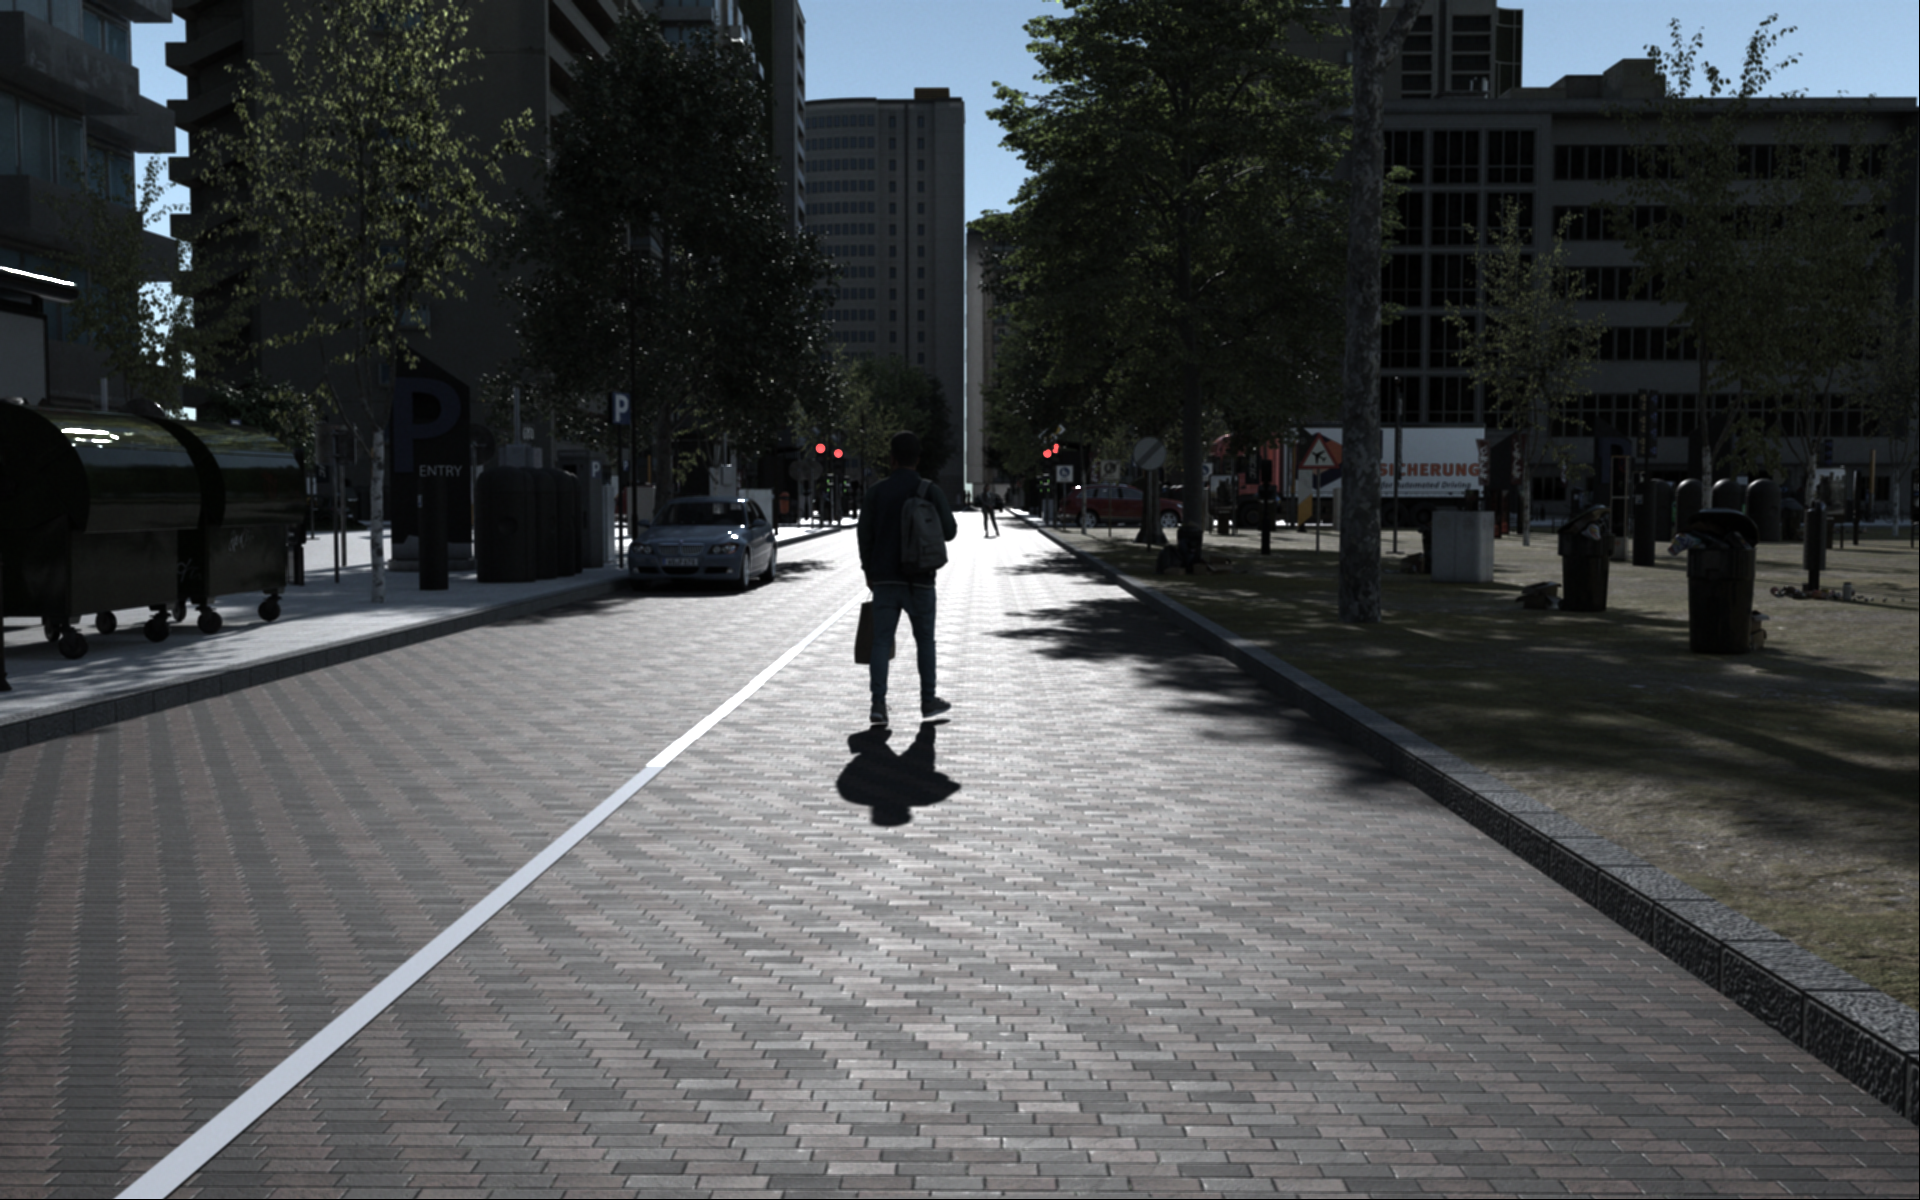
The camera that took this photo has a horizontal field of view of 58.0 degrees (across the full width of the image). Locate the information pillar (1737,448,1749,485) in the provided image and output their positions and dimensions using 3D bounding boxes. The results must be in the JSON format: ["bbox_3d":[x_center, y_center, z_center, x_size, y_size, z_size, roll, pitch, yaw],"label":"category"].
[{"bbox_3d":[36.913,-5.526,81.703,0.504,3.616,0.183,3,4,37],"label":"information pillar"}]

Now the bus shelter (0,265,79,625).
[{"bbox_3d":[-9.782,-2.141,12.644,2.179,5.291,8.768,0,4,1],"label":"bus shelter"}]

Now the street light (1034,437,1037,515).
[{"bbox_3d":[4.552,-8.080,104.901,0.468,5.910,1.993,0,4,1],"label":"street light"}]

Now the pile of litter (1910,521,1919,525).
[{"bbox_3d":[40.221,-3.566,72.262,1.719,0.858,1.176,-2,4,-29],"label":"pile of litter"}]

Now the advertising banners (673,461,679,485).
[{"bbox_3d":[-14.314,-5.883,92.368,2.074,3.025,0.090,1,4,14],"label":"advertising banners"}]

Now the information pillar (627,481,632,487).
[{"bbox_3d":[-18.340,-5.612,96.253,0.304,2.012,0.304,2,4,25],"label":"information pillar"}]

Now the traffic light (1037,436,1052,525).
[{"bbox_3d":[3.643,-5.125,72.719,0.839,4.253,0.868,0,4,1],"label":"traffic light"}]

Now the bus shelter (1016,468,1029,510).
[{"bbox_3d":[5.485,-8.770,137.315,2.014,3.302,5.546,0,4,1],"label":"bus shelter"}]

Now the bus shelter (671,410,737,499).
[{"bbox_3d":[-9.343,-5.110,61.180,2.179,5.291,8.768,0,4,1],"label":"bus shelter"}]

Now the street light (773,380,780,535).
[{"bbox_3d":[-5.715,-4.950,53.722,0.468,5.910,1.993,0,4,1],"label":"street light"}]

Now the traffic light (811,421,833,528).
[{"bbox_3d":[-5.172,-4.643,64.831,0.839,4.253,0.868,0,4,1],"label":"traffic light"}]

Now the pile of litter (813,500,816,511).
[{"bbox_3d":[-11.053,-7.131,130.551,1.719,0.858,1.176,3,4,39],"label":"pile of litter"}]

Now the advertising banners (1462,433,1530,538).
[{"bbox_3d":[15.591,-3.326,50.574,0.090,3.025,2.074,-3,5,-41],"label":"advertising banners"}]

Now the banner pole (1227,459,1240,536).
[{"bbox_3d":[8.286,-3.826,52.576,0.401,3.779,0.863,1,4,17],"label":"banner pole"}]

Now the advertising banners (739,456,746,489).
[{"bbox_3d":[-7.477,-4.005,61.672,0.090,3.025,2.074,-1,4,-21],"label":"advertising banners"}]

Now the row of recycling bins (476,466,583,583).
[{"bbox_3d":[-6.550,-1.196,26.665,1.069,1.692,3.534,0,4,2],"label":"row of recycling bins"}]

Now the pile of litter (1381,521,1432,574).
[{"bbox_3d":[7.675,-0.868,28.158,1.719,0.858,1.176,2,4,28],"label":"pile of litter"}]

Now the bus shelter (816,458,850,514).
[{"bbox_3d":[-8.357,-7.539,114.553,1.731,3.624,6.357,0,4,1],"label":"bus shelter"}]

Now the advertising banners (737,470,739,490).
[{"bbox_3d":[-16.671,-7.885,125.108,2.074,3.025,0.090,-1,4,-20],"label":"advertising banners"}]

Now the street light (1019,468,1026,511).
[{"bbox_3d":[4.766,-9.390,126.316,0.468,5.910,1.993,0,4,1],"label":"street light"}]

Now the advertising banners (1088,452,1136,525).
[{"bbox_3d":[6.351,-4.633,71.939,2.074,3.025,0.090,0,4,5],"label":"advertising banners"}]

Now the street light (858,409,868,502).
[{"bbox_3d":[-5.305,-7.443,94.488,0.468,5.910,1.993,0,4,1],"label":"street light"}]

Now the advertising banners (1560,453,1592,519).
[{"bbox_3d":[25.863,-4.680,72.711,0.090,3.025,2.074,-1,4,-21],"label":"advertising banners"}]

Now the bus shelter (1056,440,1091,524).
[{"bbox_3d":[4.893,-5.292,77.805,1.731,3.624,6.357,0,4,1],"label":"bus shelter"}]

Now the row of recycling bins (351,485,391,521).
[{"bbox_3d":[-28.713,-4.689,83.786,3.534,1.692,1.069,2,4,33],"label":"row of recycling bins"}]

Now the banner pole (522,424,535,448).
[{"bbox_3d":[-13.604,-3.921,54.132,0.401,3.779,0.863,3,5,41],"label":"banner pole"}]

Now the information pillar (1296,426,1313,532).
[{"bbox_3d":[11.577,-4.084,58.128,0.504,3.616,0.183,0,4,7],"label":"information pillar"}]

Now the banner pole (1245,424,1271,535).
[{"bbox_3d":[9.264,-3.907,53.895,0.863,3.779,0.401,2,4,25],"label":"banner pole"}]

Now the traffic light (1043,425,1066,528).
[{"bbox_3d":[3.539,-4.637,64.735,0.839,4.253,0.868,0,4,1],"label":"traffic light"}]

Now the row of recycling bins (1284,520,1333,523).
[{"bbox_3d":[15.962,-4.226,76.201,3.534,1.692,1.069,2,4,31],"label":"row of recycling bins"}]

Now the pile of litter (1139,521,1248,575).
[{"bbox_3d":[3.867,-0.851,27.872,1.719,0.858,1.176,-1,4,-10],"label":"pile of litter"}]

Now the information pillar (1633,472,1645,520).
[{"bbox_3d":[22.442,-3.230,57.308,0.304,2.012,0.304,-3,5,-40],"label":"information pillar"}]

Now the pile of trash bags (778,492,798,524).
[{"bbox_3d":[-7.858,-3.966,74.603,1.912,1.369,3.447,-1,4,-19],"label":"pile of trash bags"}]

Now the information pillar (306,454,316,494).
[{"bbox_3d":[-32.487,-5.837,86.790,0.183,3.616,0.504,3,5,42],"label":"information pillar"}]

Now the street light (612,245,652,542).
[{"bbox_3d":[-6.110,-3.646,32.405,0.468,5.910,1.993,0,4,1],"label":"street light"}]

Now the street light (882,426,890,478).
[{"bbox_3d":[-4.954,-8.739,115.674,0.468,5.910,1.993,0,4,1],"label":"street light"}]

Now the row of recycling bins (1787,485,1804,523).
[{"bbox_3d":[37.018,-4.257,76.721,1.069,1.692,3.534,-3,4,-37],"label":"row of recycling bins"}]

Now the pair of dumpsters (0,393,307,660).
[{"bbox_3d":[-7.385,-0.787,15.366,1.574,2.255,4.437,0,4,1],"label":"pair of dumpsters"}]

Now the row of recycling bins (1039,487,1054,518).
[{"bbox_3d":[4.846,-5.327,94.208,1.069,1.692,3.534,0,4,6],"label":"row of recycling bins"}]

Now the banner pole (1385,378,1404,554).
[{"bbox_3d":[9.492,-2.905,37.512,0.401,3.779,0.863,2,4,24],"label":"banner pole"}]

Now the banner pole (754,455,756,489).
[{"bbox_3d":[-10.484,-6.139,90.396,0.863,3.779,0.401,0,4,-1],"label":"banner pole"}]

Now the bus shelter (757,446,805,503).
[{"bbox_3d":[-8.957,-5.868,87.221,1.731,3.624,6.357,0,4,1],"label":"bus shelter"}]

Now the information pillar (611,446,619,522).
[{"bbox_3d":[-15.698,-5.352,78.855,0.504,3.616,0.183,3,4,36],"label":"information pillar"}]

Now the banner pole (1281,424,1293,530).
[{"bbox_3d":[11.808,-4.407,62.063,0.401,3.779,0.863,2,4,26],"label":"banner pole"}]

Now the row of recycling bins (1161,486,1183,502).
[{"bbox_3d":[10.684,-5.000,88.866,3.534,1.692,1.069,3,5,44],"label":"row of recycling bins"}]

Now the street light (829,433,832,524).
[{"bbox_3d":[-5.480,-6.133,73.065,0.468,5.910,1.993,0,4,1],"label":"street light"}]

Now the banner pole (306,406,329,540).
[{"bbox_3d":[-18.106,-3.597,48.827,0.863,3.779,0.401,1,4,20],"label":"banner pole"}]

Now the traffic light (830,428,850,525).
[{"bbox_3d":[-5.068,-5.131,72.816,0.839,4.253,0.868,0,4,1],"label":"traffic light"}]

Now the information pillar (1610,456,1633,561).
[{"bbox_3d":[12.675,-1.761,33.279,0.304,2.012,0.304,2,4,30],"label":"information pillar"}]

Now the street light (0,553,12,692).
[{"bbox_3d":[-6.285,-2.344,11.114,0.468,5.910,1.993,0,4,1],"label":"street light"}]

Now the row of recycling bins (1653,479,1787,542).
[{"bbox_3d":[20.440,-2.453,47.213,3.534,1.692,1.069,1,4,16],"label":"row of recycling bins"}]
